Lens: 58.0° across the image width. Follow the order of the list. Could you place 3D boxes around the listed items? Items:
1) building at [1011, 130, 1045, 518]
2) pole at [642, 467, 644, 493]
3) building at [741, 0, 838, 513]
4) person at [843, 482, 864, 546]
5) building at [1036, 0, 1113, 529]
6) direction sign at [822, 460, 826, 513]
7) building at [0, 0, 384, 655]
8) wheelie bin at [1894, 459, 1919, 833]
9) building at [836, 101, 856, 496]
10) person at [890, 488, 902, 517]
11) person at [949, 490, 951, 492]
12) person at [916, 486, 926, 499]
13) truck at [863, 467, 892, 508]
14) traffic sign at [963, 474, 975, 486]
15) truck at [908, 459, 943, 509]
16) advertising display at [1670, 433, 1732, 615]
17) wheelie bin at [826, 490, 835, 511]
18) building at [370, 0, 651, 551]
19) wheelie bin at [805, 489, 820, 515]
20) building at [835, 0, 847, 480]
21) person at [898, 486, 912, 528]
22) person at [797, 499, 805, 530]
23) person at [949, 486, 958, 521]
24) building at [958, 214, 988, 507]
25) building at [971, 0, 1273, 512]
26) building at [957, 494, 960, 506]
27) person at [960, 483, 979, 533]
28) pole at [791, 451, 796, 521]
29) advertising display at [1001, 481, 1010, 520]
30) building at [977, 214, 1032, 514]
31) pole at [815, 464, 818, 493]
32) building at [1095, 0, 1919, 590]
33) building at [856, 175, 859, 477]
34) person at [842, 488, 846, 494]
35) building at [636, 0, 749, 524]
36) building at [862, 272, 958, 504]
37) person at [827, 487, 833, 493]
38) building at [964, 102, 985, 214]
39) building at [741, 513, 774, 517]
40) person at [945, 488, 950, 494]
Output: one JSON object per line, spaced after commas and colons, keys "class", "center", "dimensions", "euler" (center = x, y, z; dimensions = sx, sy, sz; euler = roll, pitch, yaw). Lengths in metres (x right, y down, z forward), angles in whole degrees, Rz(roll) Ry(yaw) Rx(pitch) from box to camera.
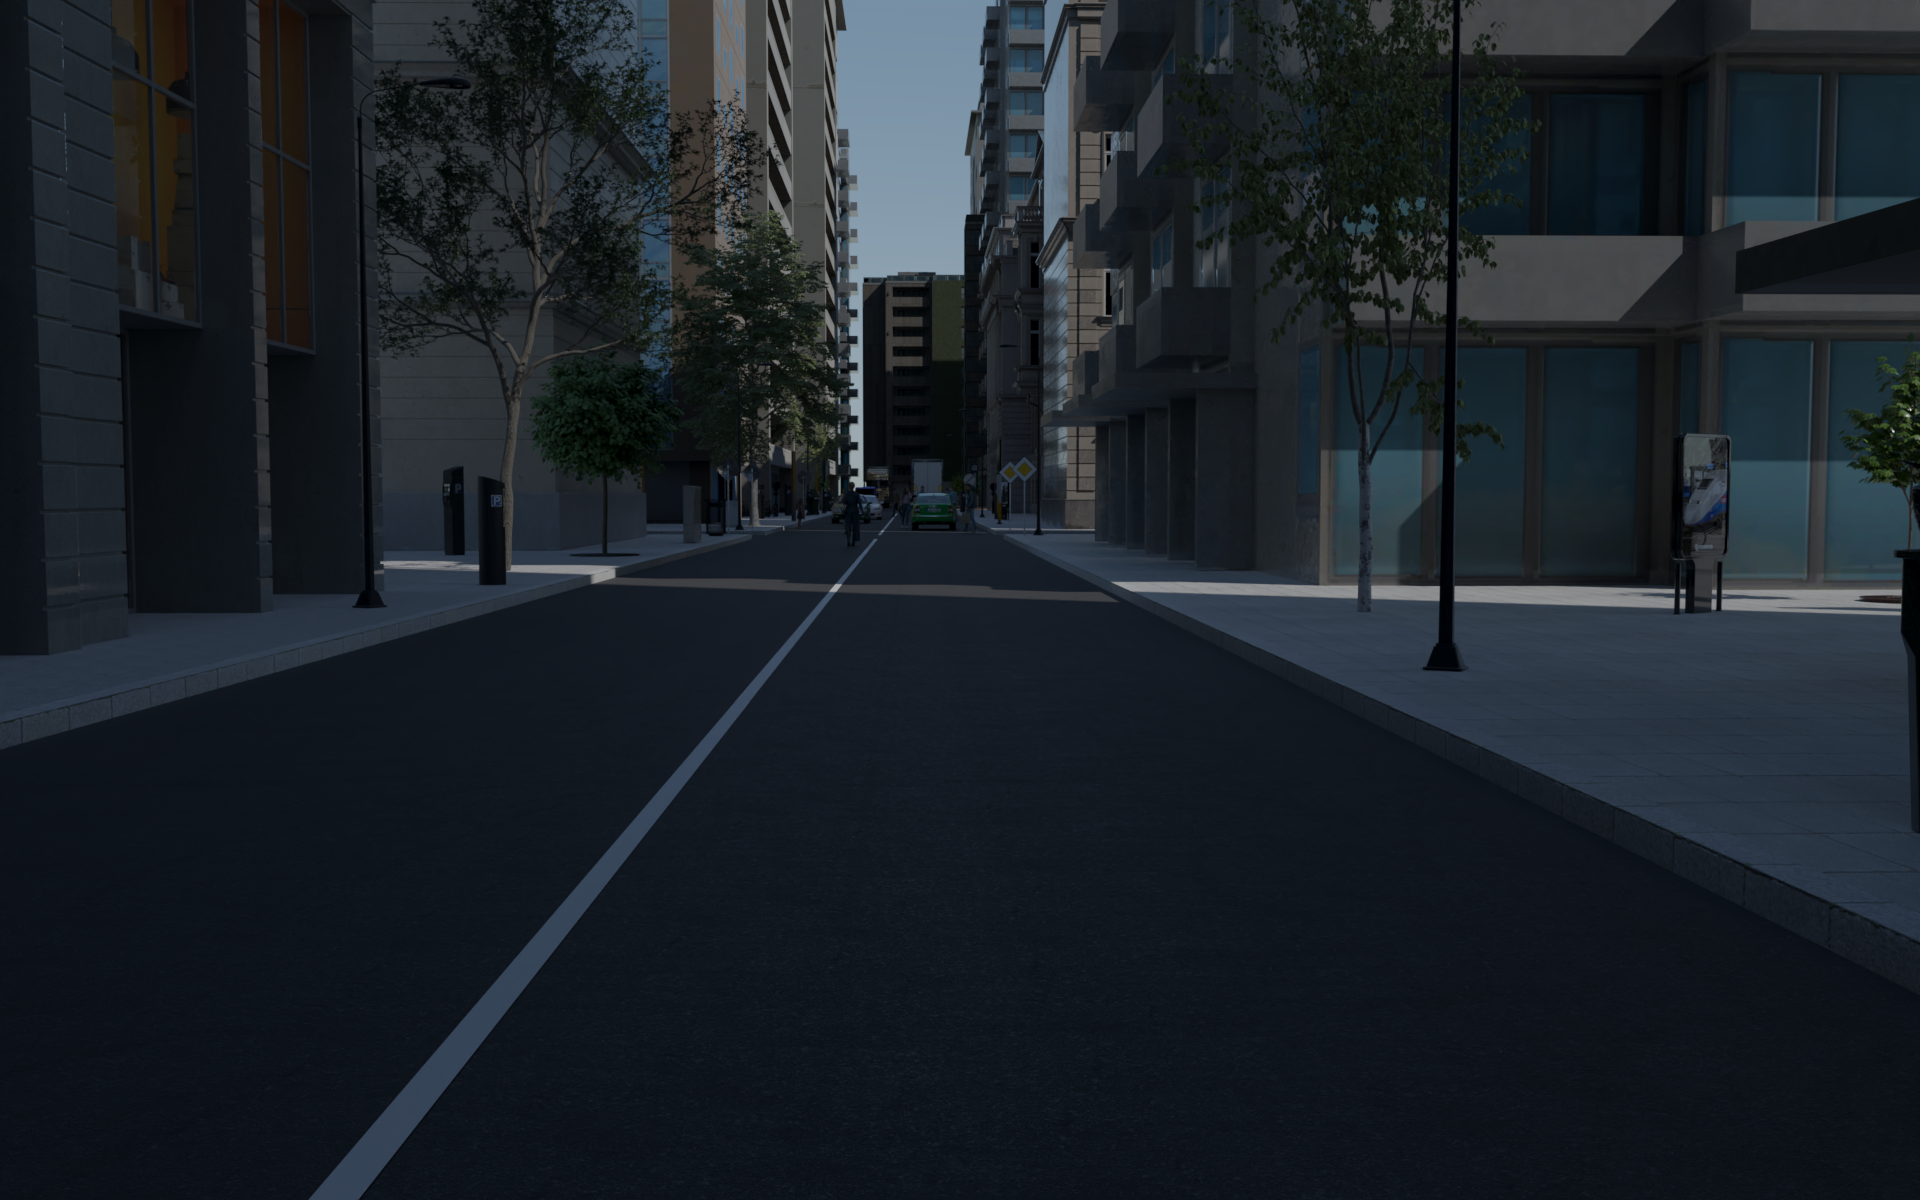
{"class": "building", "center": [10.173, -16.913, 95.606], "dimensions": [14.460, 24.649, 34.723], "euler": [0, 4, -2]}
{"class": "pole", "center": [-13.161, -4.757, 71.616], "dimensions": [0.158, 3.312, 0.155], "euler": [0, 3, 0]}
{"class": "building", "center": [-21.556, -31.969, 146.394], "dimensions": [21.300, 48.544, 21.600], "euler": [0, 4, -2]}
{"class": "person", "center": [-2.933, -2.357, 47.456], "dimensions": [0.576, 1.772, 0.534], "euler": [-1, 4, -18]}
{"class": "building", "center": [15.775, -16.552, 67.897], "dimensions": [25.104, 27.353, 12.463], "euler": [0, 4, -2]}
{"class": "direction sign", "center": [-9.003, -7.497, 114.574], "dimensions": [0.379, 3.537, 0.876], "euler": [1, 4, 8]}
{"class": "building", "center": [-12.635, -14.055, 7.287], "dimensions": [11.434, 29.767, 29.804], "euler": [0, 4, -2]}
{"class": "wheelie bin", "center": [3.938, 0.093, 6.382], "dimensions": [0.693, 1.594, 0.980], "euler": [-2, 4, -26]}
{"class": "building", "center": [-27.988, -35.432, 198.920], "dimensions": [30.456, 49.044, 23.786], "euler": [0, 4, -2]}
{"class": "person", "center": [-3.956, -6.078, 107.787], "dimensions": [0.836, 1.842, 0.656], "euler": [-1, 4, -8]}
{"class": "person", "center": [-1.041, -10.808, 182.388], "dimensions": [1.348, 1.869, 0.705], "euler": [-1, 4, -11]}
{"class": "person", "center": [-1.859, -4.752, 86.065], "dimensions": [0.638, 1.841, 0.748], "euler": [1, 4, 22]}
{"class": "truck", "center": [-8.470, -11.654, 179.455], "dimensions": [2.839, 4.237, 11.283], "euler": [0, 4, -2]}
{"class": "traffic sign", "center": [0.598, -6.712, 109.847], "dimensions": [0.768, 2.556, 0.104], "euler": [0, 4, 4]}
{"class": "truck", "center": [-2.859, -9.575, 145.464], "dimensions": [2.839, 4.237, 11.283], "euler": [0, 4, -3]}
{"class": "advertising display", "center": [7.977, -0.822, 18.654], "dimensions": [0.974, 1.923, 0.123], "euler": [-3, 4, -37]}
{"class": "wheelie bin", "center": [-9.687, -7.349, 128.059], "dimensions": [0.693, 1.594, 0.980], "euler": [1, 4, 15]}
{"class": "building", "center": [-20.334, -15.724, 44.485], "dimensions": [23.554, 28.519, 14.401], "euler": [0, 4, -2]}
{"class": "wheelie bin", "center": [-9.042, -5.999, 105.992], "dimensions": [0.693, 1.594, 0.980], "euler": [2, 4, 31]}
{"class": "building", "center": [-25.885, -35.561, 170.659], "dimensions": [28.713, 52.752, 27.495], "euler": [0, 4, -2]}
{"class": "person", "center": [-2.309, -3.909, 73.007], "dimensions": [0.593, 1.750, 0.643], "euler": [0, 4, 7]}
{"class": "person", "center": [-6.382, -3.445, 69.492], "dimensions": [0.373, 1.253, 0.362], "euler": [-2, 4, -24]}
{"class": "person", "center": [-0.393, -5.159, 92.720], "dimensions": [0.638, 1.841, 0.748], "euler": [-1, 4, -23]}
{"class": "building", "center": [7.369, -25.020, 180.785], "dimensions": [14.160, 30.474, 14.107], "euler": [0, 4, -2]}
{"class": "building", "center": [13.140, -32.905, 157.598], "dimensions": [23.786, 49.044, 30.456], "euler": [0, 4, -2]}
{"class": "building", "center": [15.661, -31.061, 199.733], "dimensions": [32.217, 40.220, 23.993], "euler": [0, 4, -2]}
{"class": "person", "center": [0.340, -3.372, 63.623], "dimensions": [0.713, 1.824, 0.794], "euler": [0, 4, 6]}
{"class": "pole", "center": [-7.887, -5.398, 82.104], "dimensions": [0.158, 3.312, 0.155], "euler": [0, 3, 0]}
{"class": "advertising display", "center": [2.198, -4.879, 84.983], "dimensions": [0.123, 1.923, 0.974], "euler": [-1, 4, -23]}
{"class": "building", "center": [8.314, -17.320, 124.986], "dimensions": [13.314, 21.916, 24.055], "euler": [0, 4, -2]}
{"class": "pole", "center": [-9.654, -7.508, 116.602], "dimensions": [0.158, 3.312, 0.155], "euler": [0, 3, 0]}
{"class": "building", "center": [14.211, -25.458, 35.844], "dimensions": [23.786, 49.044, 30.456], "euler": [0, 4, -2]}
{"class": "building", "center": [-28.815, -37.460, 232.079], "dimensions": [30.456, 49.044, 23.786], "euler": [0, 4, -2]}
{"class": "person", "center": [-10.445, -9.123, 155.303], "dimensions": [0.705, 1.812, 1.348], "euler": [-1, 4, -15]}
{"class": "building", "center": [-17.455, -26.272, 79.650], "dimensions": [14.600, 45.320, 14.200], "euler": [0, 4, -2]}
{"class": "building", "center": [-5.828, -27.924, 228.259], "dimensions": [14.107, 30.474, 14.160], "euler": [0, 4, -2]}
{"class": "person", "center": [-9.829, -7.642, 131.262], "dimensions": [0.520, 1.790, 0.573], "euler": [-1, 4, -21]}
{"class": "building", "center": [14.763, -39.535, 235.638], "dimensions": [27.495, 52.752, 28.713], "euler": [0, 4, -2]}
{"class": "building", "center": [-21.663, -29.521, 106.364], "dimensions": [21.300, 48.544, 21.600], "euler": [0, 4, -2]}
{"class": "person", "center": [-0.781, -6.446, 113.848], "dimensions": [0.622, 1.834, 0.822], "euler": [-3, 4, -37]}
